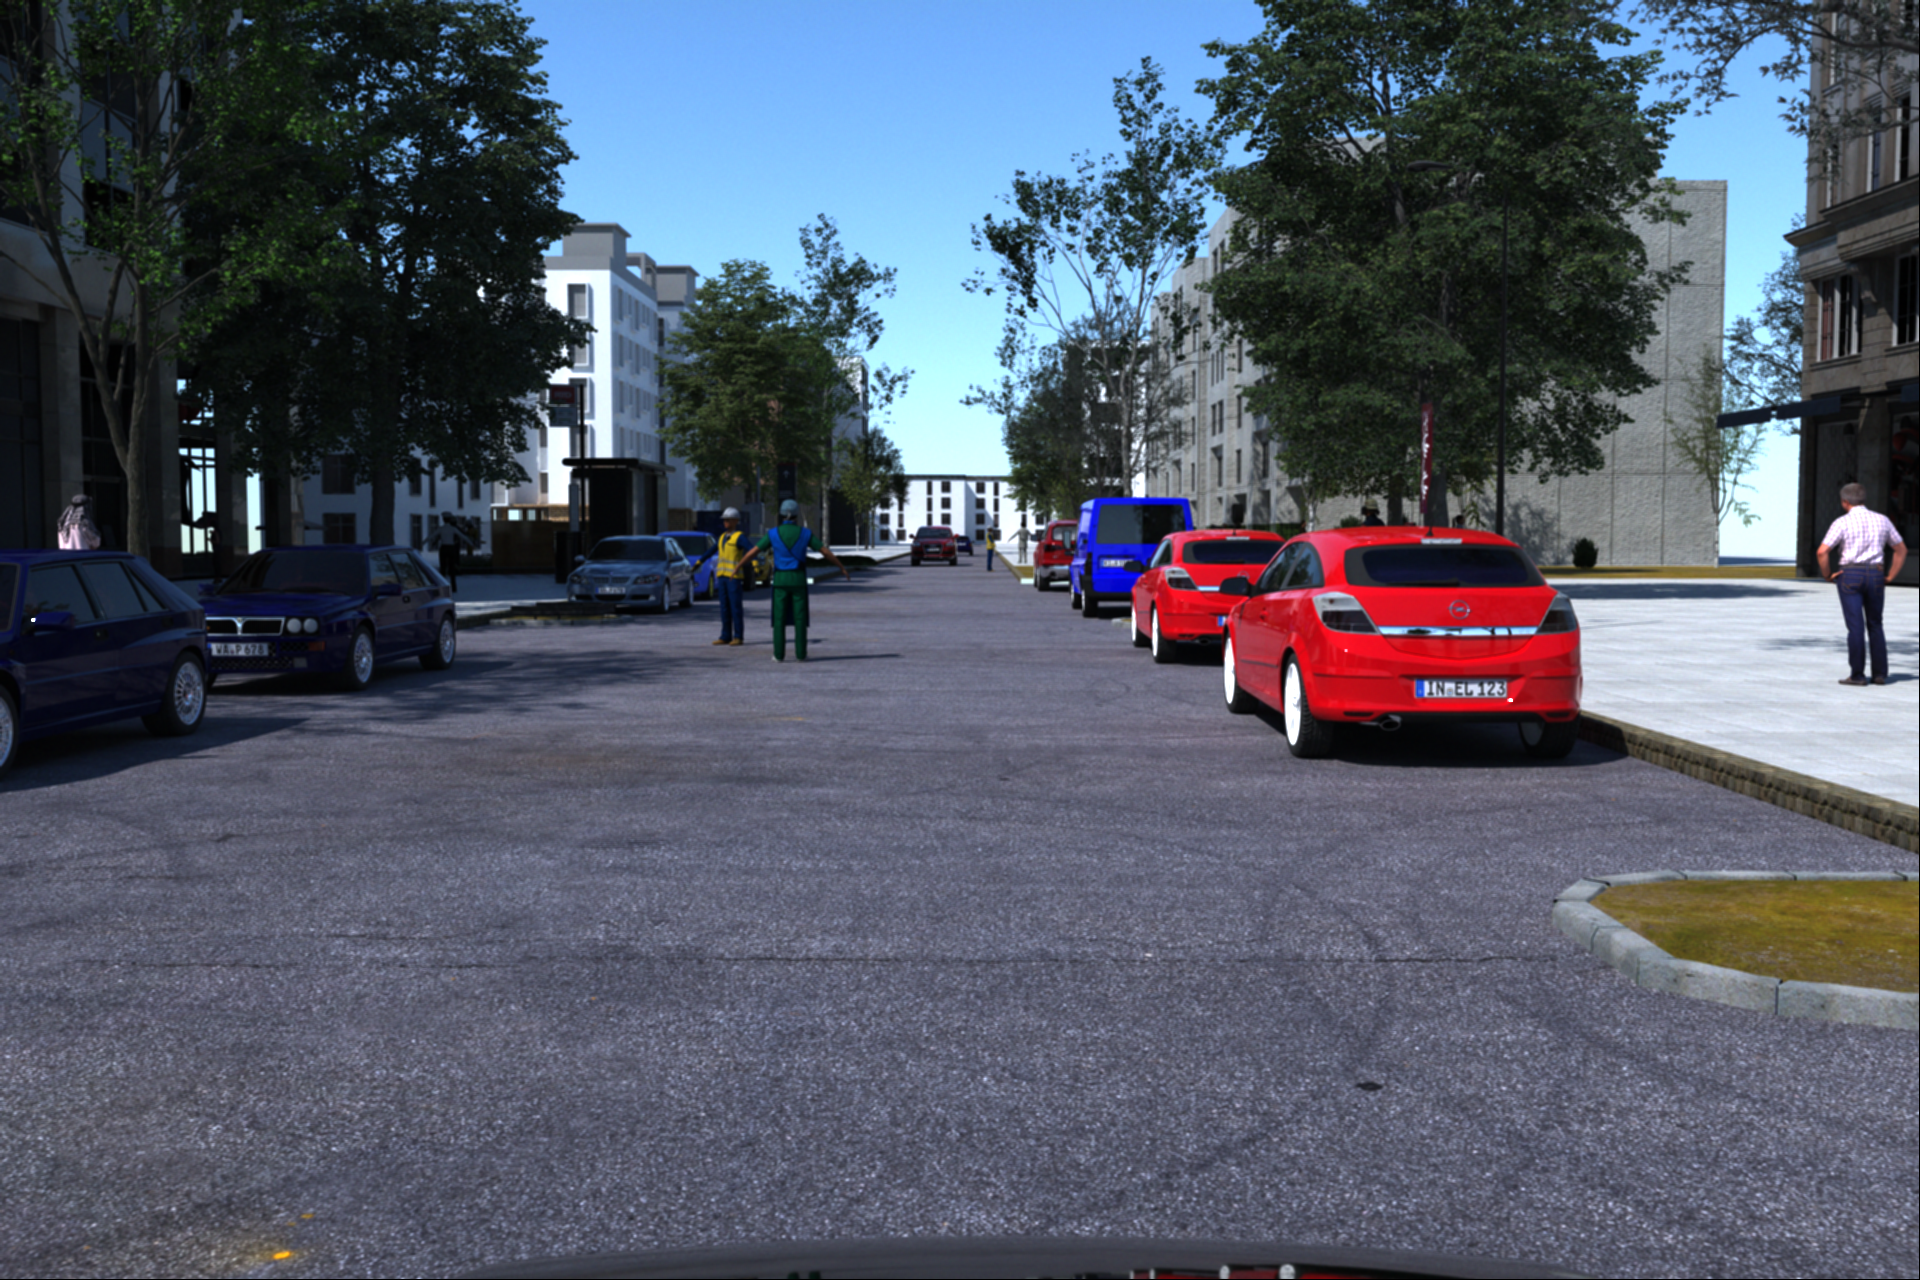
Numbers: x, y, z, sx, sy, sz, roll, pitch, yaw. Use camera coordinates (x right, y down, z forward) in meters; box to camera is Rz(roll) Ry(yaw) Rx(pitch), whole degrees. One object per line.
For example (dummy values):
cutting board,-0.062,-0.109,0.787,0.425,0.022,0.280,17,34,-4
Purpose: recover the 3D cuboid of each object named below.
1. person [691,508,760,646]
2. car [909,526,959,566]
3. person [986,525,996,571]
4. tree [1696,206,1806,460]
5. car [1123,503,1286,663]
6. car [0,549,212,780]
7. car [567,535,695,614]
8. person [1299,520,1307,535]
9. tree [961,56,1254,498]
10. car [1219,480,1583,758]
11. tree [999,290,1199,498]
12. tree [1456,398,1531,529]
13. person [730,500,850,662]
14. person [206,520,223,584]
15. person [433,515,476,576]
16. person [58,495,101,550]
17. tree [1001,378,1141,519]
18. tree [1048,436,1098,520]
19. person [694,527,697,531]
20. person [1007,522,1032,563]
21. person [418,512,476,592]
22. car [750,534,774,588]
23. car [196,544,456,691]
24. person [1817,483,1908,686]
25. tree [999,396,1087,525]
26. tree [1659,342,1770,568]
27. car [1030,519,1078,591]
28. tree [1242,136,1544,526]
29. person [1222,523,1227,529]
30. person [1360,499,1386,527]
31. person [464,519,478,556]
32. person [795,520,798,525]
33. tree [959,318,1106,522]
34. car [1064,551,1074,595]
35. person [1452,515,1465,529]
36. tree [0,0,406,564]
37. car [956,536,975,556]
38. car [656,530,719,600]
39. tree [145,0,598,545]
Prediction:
person,-3.010,-0.819,22.320,1.216,1.772,0.721,3,4,39
car,-1.162,-4.318,79.277,2.281,1.827,5.304,0,4,1
person,1.234,-3.518,66.443,0.721,1.772,1.216,0,4,-6
tree,28.794,-8.801,54.266,12.009,13.543,11.850,0,3,0
car,3.063,-0.711,20.663,2.155,1.783,4.494,0,4,1
car,-6.351,0.094,11.042,1.945,1.354,3.894,0,4,1
car,-6.091,-1.250,32.442,2.014,1.417,4.499,0,4,0
person,13.127,-3.666,66.082,0.704,1.812,1.346,0,4,6
tree,6.419,-13.194,71.606,12.611,20.169,13.585,0,3,0
car,3.026,-0.216,12.572,2.155,1.783,4.494,0,4,0
tree,7.173,-10.779,86.599,12.009,13.543,11.850,0,3,0
tree,19.771,-7.139,67.092,4.737,8.622,4.395,0,3,0
person,-1.906,-0.663,19.422,1.347,1.817,0.704,0,4,-5
person,-19.035,-2.243,44.188,0.593,1.643,0.415,2,4,33
person,-15.539,-2.898,53.162,1.354,1.856,0.705,0,4,3
person,-10.327,-0.833,20.330,0.551,1.740,0.621,1,4,11
tree,6.891,-10.307,102.930,8.767,10.594,7.601,-2,4,-28
tree,7.150,-9.902,112.261,4.737,8.622,4.395,0,3,0
person,-7.667,-2.769,51.200,1.347,1.837,0.705,3,4,36
person,2.744,-4.268,75.966,1.347,1.806,0.705,-1,4,-19
person,-11.297,-1.938,38.148,1.216,1.778,0.721,-1,4,-18
car,-5.895,-2.277,47.455,2.015,1.641,3.980,0,4,0
car,-6.281,-0.271,17.017,1.945,1.354,3.894,0,4,1
person,7.620,-0.474,14.725,0.756,1.711,0.436,0,4,7
tree,6.789,-13.579,140.140,7.486,12.596,7.792,0,3,0
tree,28.983,-7.070,65.951,4.360,8.622,3.978,0,3,0
car,2.968,-2.211,44.823,2.281,1.827,5.304,0,4,1
tree,13.662,-9.048,54.597,9.857,13.997,8.962,0,3,0
person,12.577,-4.661,82.338,1.348,1.813,0.705,-3,4,-36
person,6.550,-1.339,27.766,1.351,1.845,0.704,-3,5,-43
person,-18.901,-3.726,66.694,0.705,1.858,1.354,-2,4,-24
person,-5.053,-2.874,53.792,0.721,1.733,1.217,-2,4,-30
tree,6.758,-18.150,152.637,12.611,20.169,13.585,0,3,0
car,3.418,-1.827,39.653,2.009,1.686,4.222,0,4,1
person,11.826,-2.072,40.708,0.721,1.735,1.217,1,4,12
tree,-11.907,-6.037,24.457,9.928,11.665,9.643,0,3,0
car,0.018,-6.311,115.768,1.945,1.354,3.894,0,4,0
car,-6.210,-1.786,38.786,1.945,1.707,3.694,0,4,1
tree,-12.420,-7.982,37.165,9.857,13.997,8.962,0,3,0
